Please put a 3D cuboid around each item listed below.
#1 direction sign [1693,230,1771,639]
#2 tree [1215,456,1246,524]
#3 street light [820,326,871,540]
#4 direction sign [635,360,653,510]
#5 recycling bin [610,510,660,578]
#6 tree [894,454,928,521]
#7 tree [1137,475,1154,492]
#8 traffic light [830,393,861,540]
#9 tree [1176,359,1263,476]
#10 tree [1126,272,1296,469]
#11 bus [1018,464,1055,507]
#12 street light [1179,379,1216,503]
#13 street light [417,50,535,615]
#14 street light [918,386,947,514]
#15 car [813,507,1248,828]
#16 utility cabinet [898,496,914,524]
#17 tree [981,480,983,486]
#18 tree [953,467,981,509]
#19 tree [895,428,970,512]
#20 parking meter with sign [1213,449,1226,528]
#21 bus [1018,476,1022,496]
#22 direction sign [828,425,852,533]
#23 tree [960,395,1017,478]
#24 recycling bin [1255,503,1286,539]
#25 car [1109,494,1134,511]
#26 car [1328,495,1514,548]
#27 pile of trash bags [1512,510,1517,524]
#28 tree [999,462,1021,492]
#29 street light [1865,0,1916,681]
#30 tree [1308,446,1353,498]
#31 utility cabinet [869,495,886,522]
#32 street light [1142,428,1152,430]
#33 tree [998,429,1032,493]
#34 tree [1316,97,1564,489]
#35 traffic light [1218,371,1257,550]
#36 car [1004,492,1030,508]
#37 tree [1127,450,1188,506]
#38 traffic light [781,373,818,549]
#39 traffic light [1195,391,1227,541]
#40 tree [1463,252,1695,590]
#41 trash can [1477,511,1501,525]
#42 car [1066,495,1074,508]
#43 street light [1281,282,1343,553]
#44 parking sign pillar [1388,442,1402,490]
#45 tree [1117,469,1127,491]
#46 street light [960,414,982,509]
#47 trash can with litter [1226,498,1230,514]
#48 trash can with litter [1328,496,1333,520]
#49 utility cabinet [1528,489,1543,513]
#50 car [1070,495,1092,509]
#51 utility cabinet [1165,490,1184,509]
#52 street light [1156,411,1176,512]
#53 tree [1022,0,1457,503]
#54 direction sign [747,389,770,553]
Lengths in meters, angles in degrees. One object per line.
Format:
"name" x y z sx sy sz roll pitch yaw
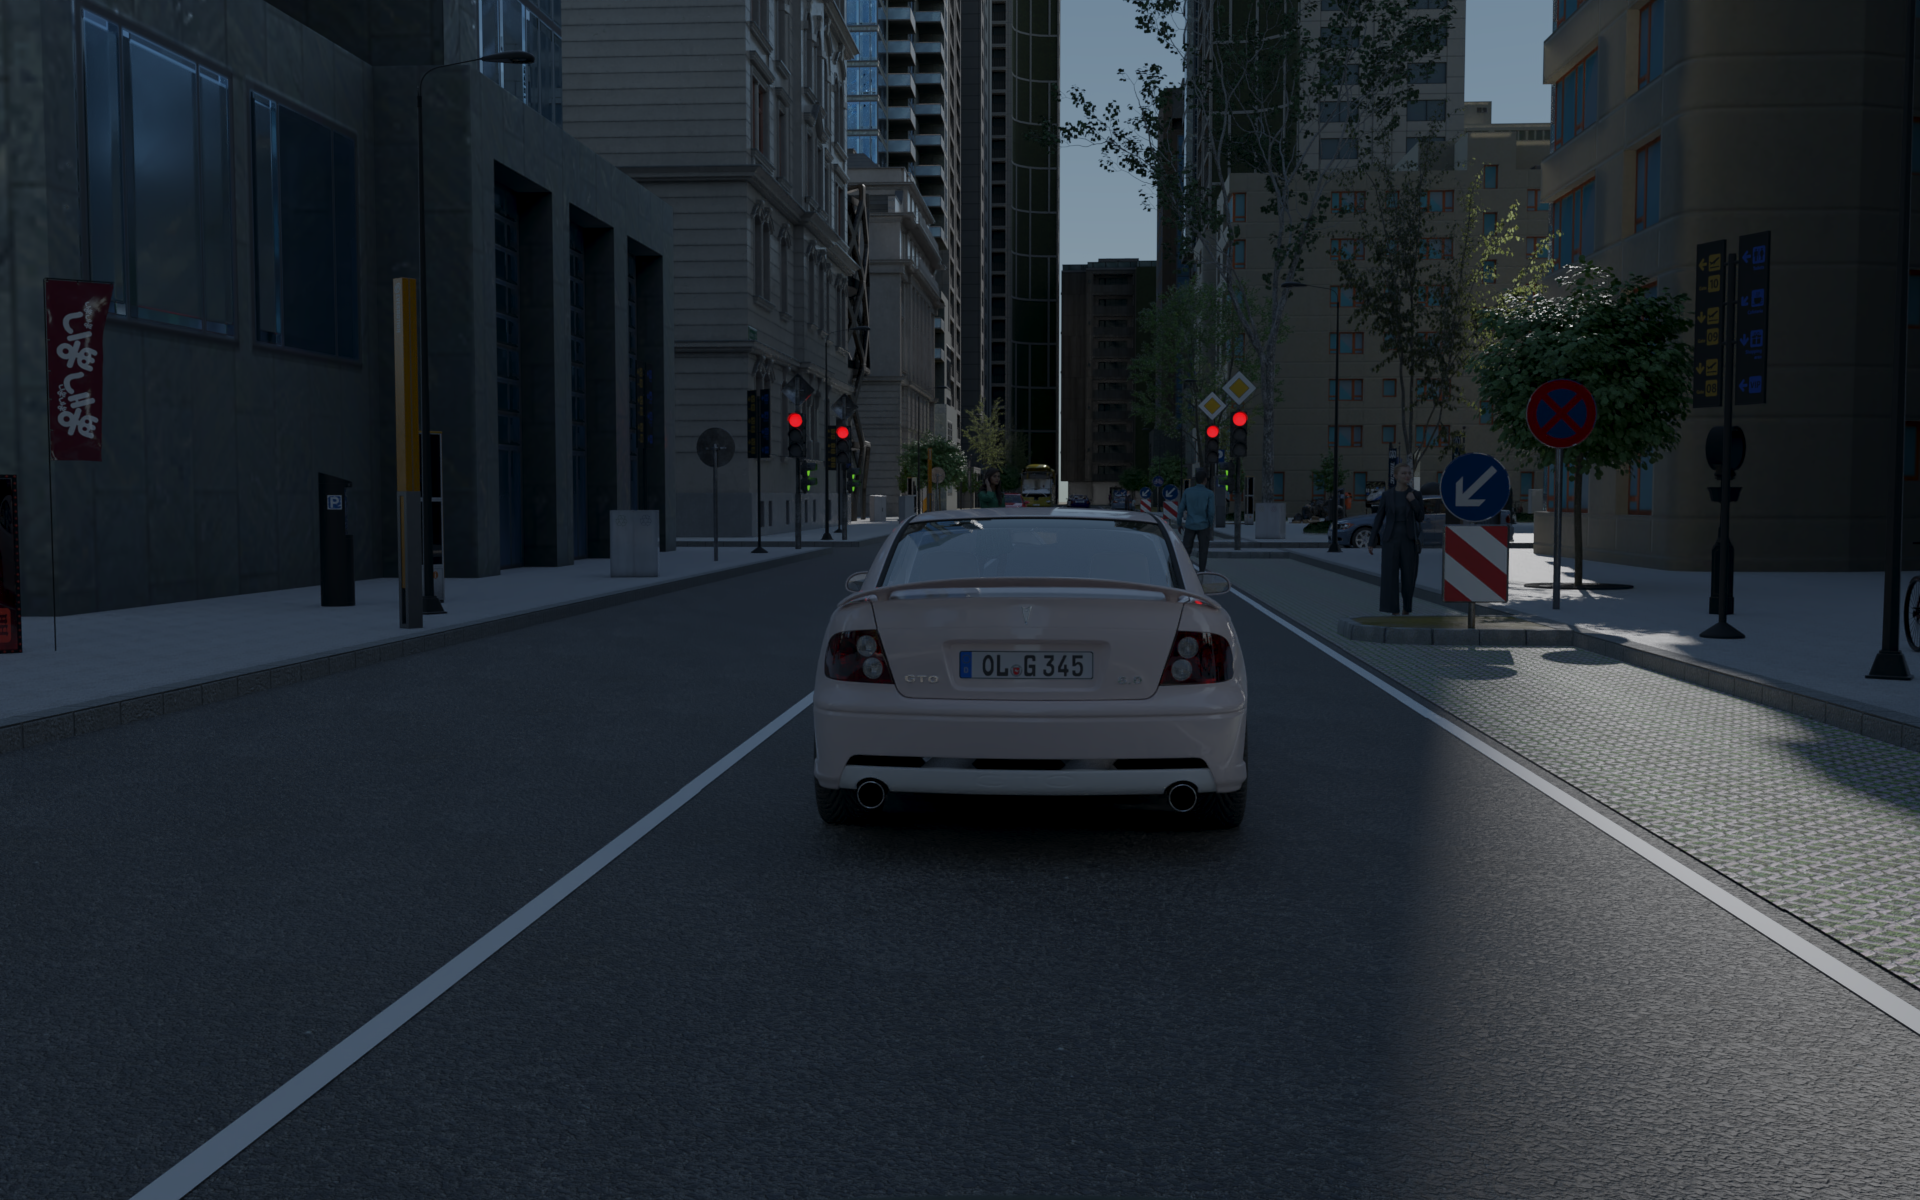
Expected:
"direction sign" 6.819 -1.431 15.386 0.379 3.537 0.876 -1 4 -17
"tree" 11.747 -4.837 73.680 1.663 3.219 1.824 0 3 0
"street light" -3.170 -4.621 48.096 1.470 5.913 1.316 0 4 4
"direction sign" -5.410 -2.308 29.739 0.379 3.537 0.876 0 4 7
"recycling bin" -5.058 -0.881 26.958 0.722 1.027 0.722 0 4 -7
"tree" -2.508 -5.386 82.662 1.663 3.219 1.824 0 3 0
"tree" 16.862 -9.993 157.982 1.663 3.219 1.824 0 3 0
"traffic light" -3.203 -3.626 48.207 0.839 4.253 0.868 0 4 4
"tree" 13.368 -8.571 90.501 4.737 8.622 4.395 0 3 0
"tree" 11.381 -9.437 80.053 9.928 11.665 9.643 0 3 0
"bus" 6.681 -9.525 147.285 2.896 3.916 12.252 0 4 4
"street light" 9.736 -5.963 70.033 1.470 5.913 1.316 0 4 4
"street light" -5.149 -2.801 18.336 1.470 5.913 1.316 0 4 4
"street light" -1.237 -6.240 74.569 1.470 5.913 1.316 0 4 4
"car" 0.385 0.214 8.856 2.083 1.381 4.827 0 4 3
"utility cabinet" -2.204 -3.664 71.062 0.306 1.237 1.020 1 4 21
"tree" 0.937 -7.967 124.864 1.663 3.219 1.824 0 3 0
"tree" 0.134 -7.565 118.290 1.663 3.219 1.824 0 3 0
"tree" -1.521 -6.272 86.267 4.285 4.588 4.351 0 3 0
"parking meter with sign" 10.001 -4.317 66.838 0.543 3.016 1.738 0 4 3
"bus" 7.417 -10.700 166.496 2.896 3.916 12.252 0 4 5
"direction sign" -3.999 -3.992 57.269 0.876 3.537 0.379 -2 4 -25
"tree" 2.199 -10.943 129.285 4.360 8.622 3.978 0 3 0
"recycling bin" 8.887 -2.264 49.564 0.722 1.027 0.722 2 4 25
"car" 13.004 -7.769 139.019 2.014 1.417 4.499 0 4 4
"car" 11.476 -1.913 43.272 4.499 1.417 2.014 0 4 2
"pile of trash bags" 21.925 -3.937 74.124 3.447 1.369 1.912 0 4 -4
"tree" 5.009 -11.948 179.070 4.285 4.588 4.351 0 3 0
"street light" 5.942 -2.410 11.941 1.470 5.913 1.316 0 4 4
"tree" 14.895 -4.628 70.267 1.663 3.219 1.824 0 3 0
"utility cabinet" -3.834 -4.270 80.971 0.306 1.237 1.020 2 4 30
"street light" 13.578 -9.165 122.395 1.470 5.913 1.316 0 4 4
"tree" 6.179 -14.797 192.294 4.737 8.622 4.395 0 3 0
"tree" 8.703 -5.024 32.503 4.360 8.622 3.978 0 3 0
"traffic light" 6.337 -3.097 39.564 0.839 4.253 0.868 0 4 4
"car" 2.234 -4.441 81.645 2.155 1.783 4.494 0 4 4
"tree" 15.395 -8.821 127.934 4.285 4.588 4.351 0 3 0
"traffic light" -3.752 -3.139 40.241 0.839 4.253 0.868 0 4 4
"traffic light" 6.886 -3.585 47.531 0.839 4.253 0.868 0 4 4
"tree" 8.588 -2.449 23.753 4.285 4.588 4.351 0 3 0
"trash can" 11.253 -1.554 37.061 0.748 1.137 0.748 0 3 0
"car" 11.715 -9.938 174.842 2.083 1.381 4.827 0 4 3
"street light" 7.721 -4.006 38.041 1.470 5.913 1.316 0 4 4
"parking sign pillar" 22.792 -6.253 90.703 1.447 3.967 1.447 2 4 26
"tree" 19.200 -12.773 192.556 4.285 4.588 4.351 0 3 0
"street light" 0.596 -7.836 100.665 1.470 5.913 1.316 0 4 4
"trash can with litter" 13.590 -4.711 88.408 1.055 1.170 0.624 -3 5 -42
"trash can with litter" 13.448 -3.133 62.280 1.678 1.210 2.233 0 4 6
"utility cabinet" 26.616 -4.319 79.289 1.173 1.500 0.318 -1 4 -15
"car" 10.525 -8.482 151.255 1.945 1.354 3.894 0 4 6
"utility cabinet" 13.263 -6.012 106.975 1.173 1.500 0.318 -2 4 -25
"street light" 11.753 -7.558 96.117 1.470 5.913 1.316 0 4 4
"tree" 8.904 -12.264 56.404 12.611 20.169 13.585 0 3 0
"direction sign" -4.366 -2.790 37.606 0.379 3.537 0.876 -3 4 -39
